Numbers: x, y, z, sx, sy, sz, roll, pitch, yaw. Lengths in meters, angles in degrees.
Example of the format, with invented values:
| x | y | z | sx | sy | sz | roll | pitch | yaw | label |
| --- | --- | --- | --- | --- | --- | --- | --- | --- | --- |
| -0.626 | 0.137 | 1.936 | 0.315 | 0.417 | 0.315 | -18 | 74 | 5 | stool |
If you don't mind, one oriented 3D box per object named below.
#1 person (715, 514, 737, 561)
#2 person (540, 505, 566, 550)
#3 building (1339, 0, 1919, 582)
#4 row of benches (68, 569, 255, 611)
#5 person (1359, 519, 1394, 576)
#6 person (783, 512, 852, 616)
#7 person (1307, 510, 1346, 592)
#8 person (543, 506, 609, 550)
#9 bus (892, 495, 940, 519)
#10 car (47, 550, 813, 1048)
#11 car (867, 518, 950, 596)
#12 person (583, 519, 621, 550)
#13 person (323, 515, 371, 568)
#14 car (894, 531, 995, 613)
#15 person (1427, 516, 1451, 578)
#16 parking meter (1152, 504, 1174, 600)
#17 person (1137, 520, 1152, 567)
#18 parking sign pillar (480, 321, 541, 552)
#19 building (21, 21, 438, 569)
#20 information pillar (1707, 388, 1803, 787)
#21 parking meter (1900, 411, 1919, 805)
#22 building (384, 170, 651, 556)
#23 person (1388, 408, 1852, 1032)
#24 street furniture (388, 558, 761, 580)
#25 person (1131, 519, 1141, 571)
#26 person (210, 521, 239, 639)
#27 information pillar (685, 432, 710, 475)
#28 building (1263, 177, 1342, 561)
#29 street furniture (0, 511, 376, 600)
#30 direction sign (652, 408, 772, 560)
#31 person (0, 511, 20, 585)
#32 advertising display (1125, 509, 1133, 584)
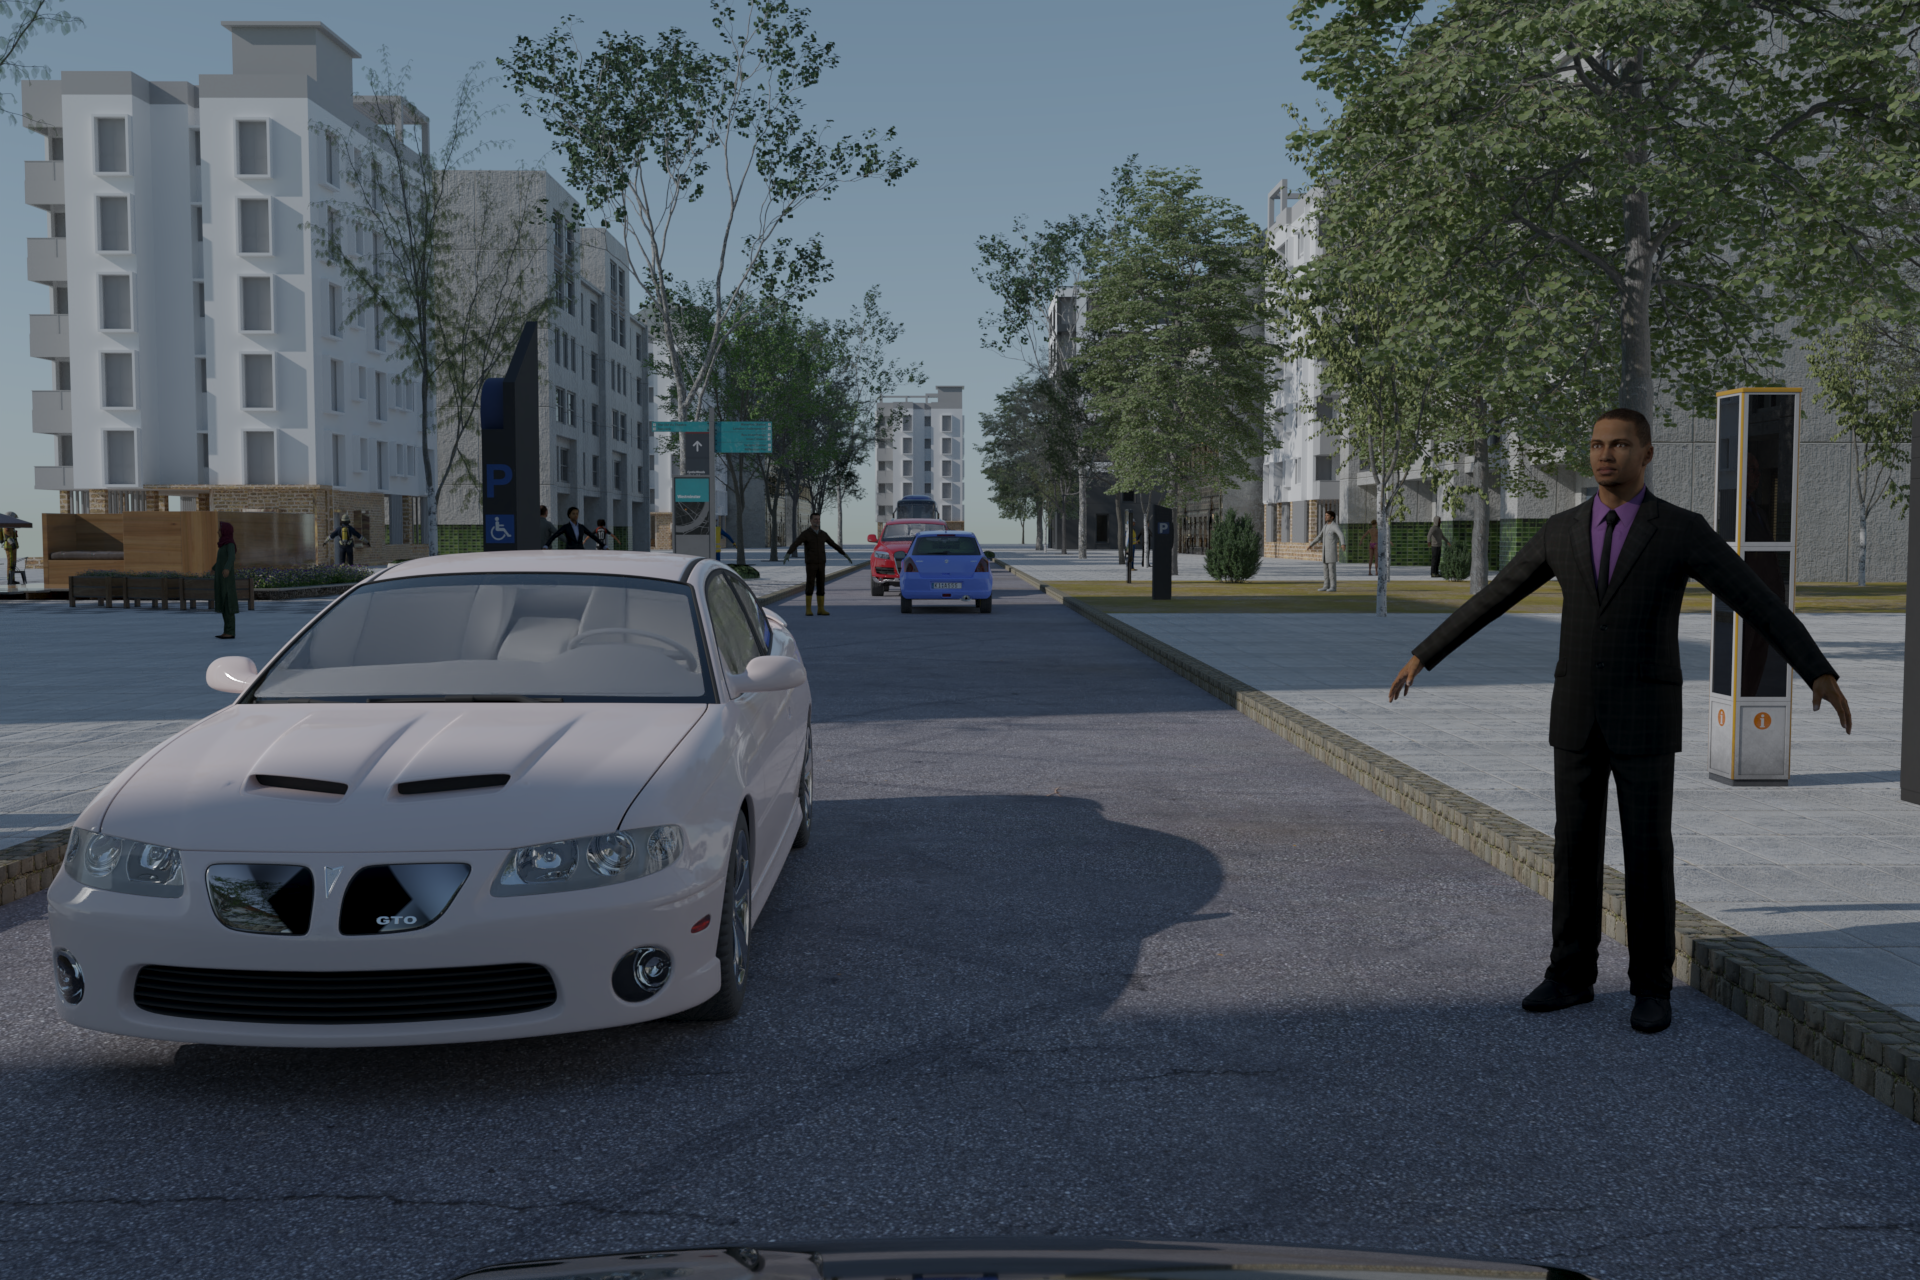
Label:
| x | y | z | sx | sy | sz | roll | pitch | yaw | label |
| --- | --- | --- | --- | --- | --- | --- | --- | --- | --- |
| -5.868 | -2.116 | 41.068 | 1.216 | 1.772 | 0.721 | -1 | 4 | -23 | person |
| -7.402 | -1.501 | 30.820 | 1.348 | 1.796 | 0.705 | 1 | 4 | 19 | person |
| 25.479 | -11.923 | 61.400 | 16.747 | 18.905 | 31.486 | 0 | 4 | 0 | building |
| -13.828 | -0.876 | 29.793 | 4.104 | 0.672 | 1.422 | 2 | 4 | 28 | row of benches |
| 12.861 | -2.862 | 53.589 | 0.721 | 1.733 | 1.217 | -3 | 5 | -43 | person |
| -2.527 | -1.335 | 30.421 | 1.346 | 1.812 | 0.704 | -2 | 4 | -32 | person |
| 8.234 | -1.987 | 38.678 | 0.705 | 1.806 | 1.347 | -2 | 4 | -24 | person |
| -6.391 | -1.353 | 28.840 | 1.216 | 1.740 | 0.721 | -2 | 4 | -31 | person |
| -2.721 | -7.393 | 112.416 | 2.896 | 3.916 | 12.251 | 0 | 4 | 0 | bus |
| -1.588 | 0.352 | 6.603 | 2.083 | 1.381 | 4.827 | 0 | 4 | -1 | car |
| -1.053 | -2.015 | 41.611 | 2.281 | 1.827 | 5.304 | 0 | 3 | 0 | car |
| -13.006 | -3.469 | 62.862 | 1.345 | 1.843 | 0.704 | -1 | 4 | -8 | person |
| -18.145 | -2.779 | 51.208 | 1.354 | 1.856 | 0.705 | -1 | 4 | -11 | person |
| -0.288 | -1.410 | 32.647 | 1.945 | 1.707 | 3.694 | 0 | 4 | -2 | car |
| 14.054 | -2.744 | 50.987 | 0.705 | 1.813 | 1.348 | 3 | 5 | 42 | person |
| 3.970 | -1.723 | 33.877 | 0.399 | 1.863 | 0.255 | 0 | 4 | -2 | parking meter |
| 7.285 | -3.769 | 67.553 | 0.705 | 1.837 | 1.347 | -2 | 4 | -34 | person |
| -5.535 | -2.013 | 21.385 | 1.447 | 3.967 | 1.447 | 0 | 4 | -1 | parking sign pillar |
| -28.612 | -12.780 | 65.369 | 16.016 | 20.090 | 11.380 | 0 | 4 | 0 | building |
| 4.064 | -0.268 | 8.873 | 0.304 | 2.012 | 0.304 | 0 | 3 | 0 | information pillar |
| 4.731 | -0.153 | 8.205 | 0.399 | 1.863 | 0.255 | 0 | 4 | 0 | parking meter |
| -28.838 | -14.291 | 100.111 | 16.747 | 18.905 | 31.486 | 0 | 4 | -1 | building |
| 1.932 | 0.217 | 5.138 | 1.346 | 1.802 | 0.704 | 3 | 5 | 41 | person |
| -10.673 | -1.962 | 47.700 | 10.072 | 0.657 | 5.734 | 0 | 4 | 1 | street furniture |
| 6.011 | -3.333 | 60.457 | 0.705 | 1.833 | 1.349 | 2 | 4 | 23 | person |
| -9.052 | -0.734 | 21.212 | 0.599 | 1.438 | 0.989 | -2 | 4 | -32 | person |
| -6.492 | -3.299 | 43.311 | 0.750 | 3.857 | 0.750 | 0 | 4 | 0 | information pillar |
| 21.793 | -14.509 | 93.639 | 16.016 | 20.090 | 11.380 | 0 | 3 | 0 | building |
| -15.325 | -1.844 | 36.997 | 9.812 | 1.723 | 11.010 | 0 | 4 | 2 | street furniture |
| -5.249 | -2.965 | 37.240 | 2.525 | 3.948 | 1.411 | 0 | 4 | -1 | direction sign |
| -24.121 | -2.344 | 44.087 | 0.705 | 1.858 | 1.354 | -2 | 4 | -26 | person |
| 4.399 | -2.441 | 45.131 | 0.123 | 1.923 | 0.974 | 0 | 3 | 0 | advertising display |
